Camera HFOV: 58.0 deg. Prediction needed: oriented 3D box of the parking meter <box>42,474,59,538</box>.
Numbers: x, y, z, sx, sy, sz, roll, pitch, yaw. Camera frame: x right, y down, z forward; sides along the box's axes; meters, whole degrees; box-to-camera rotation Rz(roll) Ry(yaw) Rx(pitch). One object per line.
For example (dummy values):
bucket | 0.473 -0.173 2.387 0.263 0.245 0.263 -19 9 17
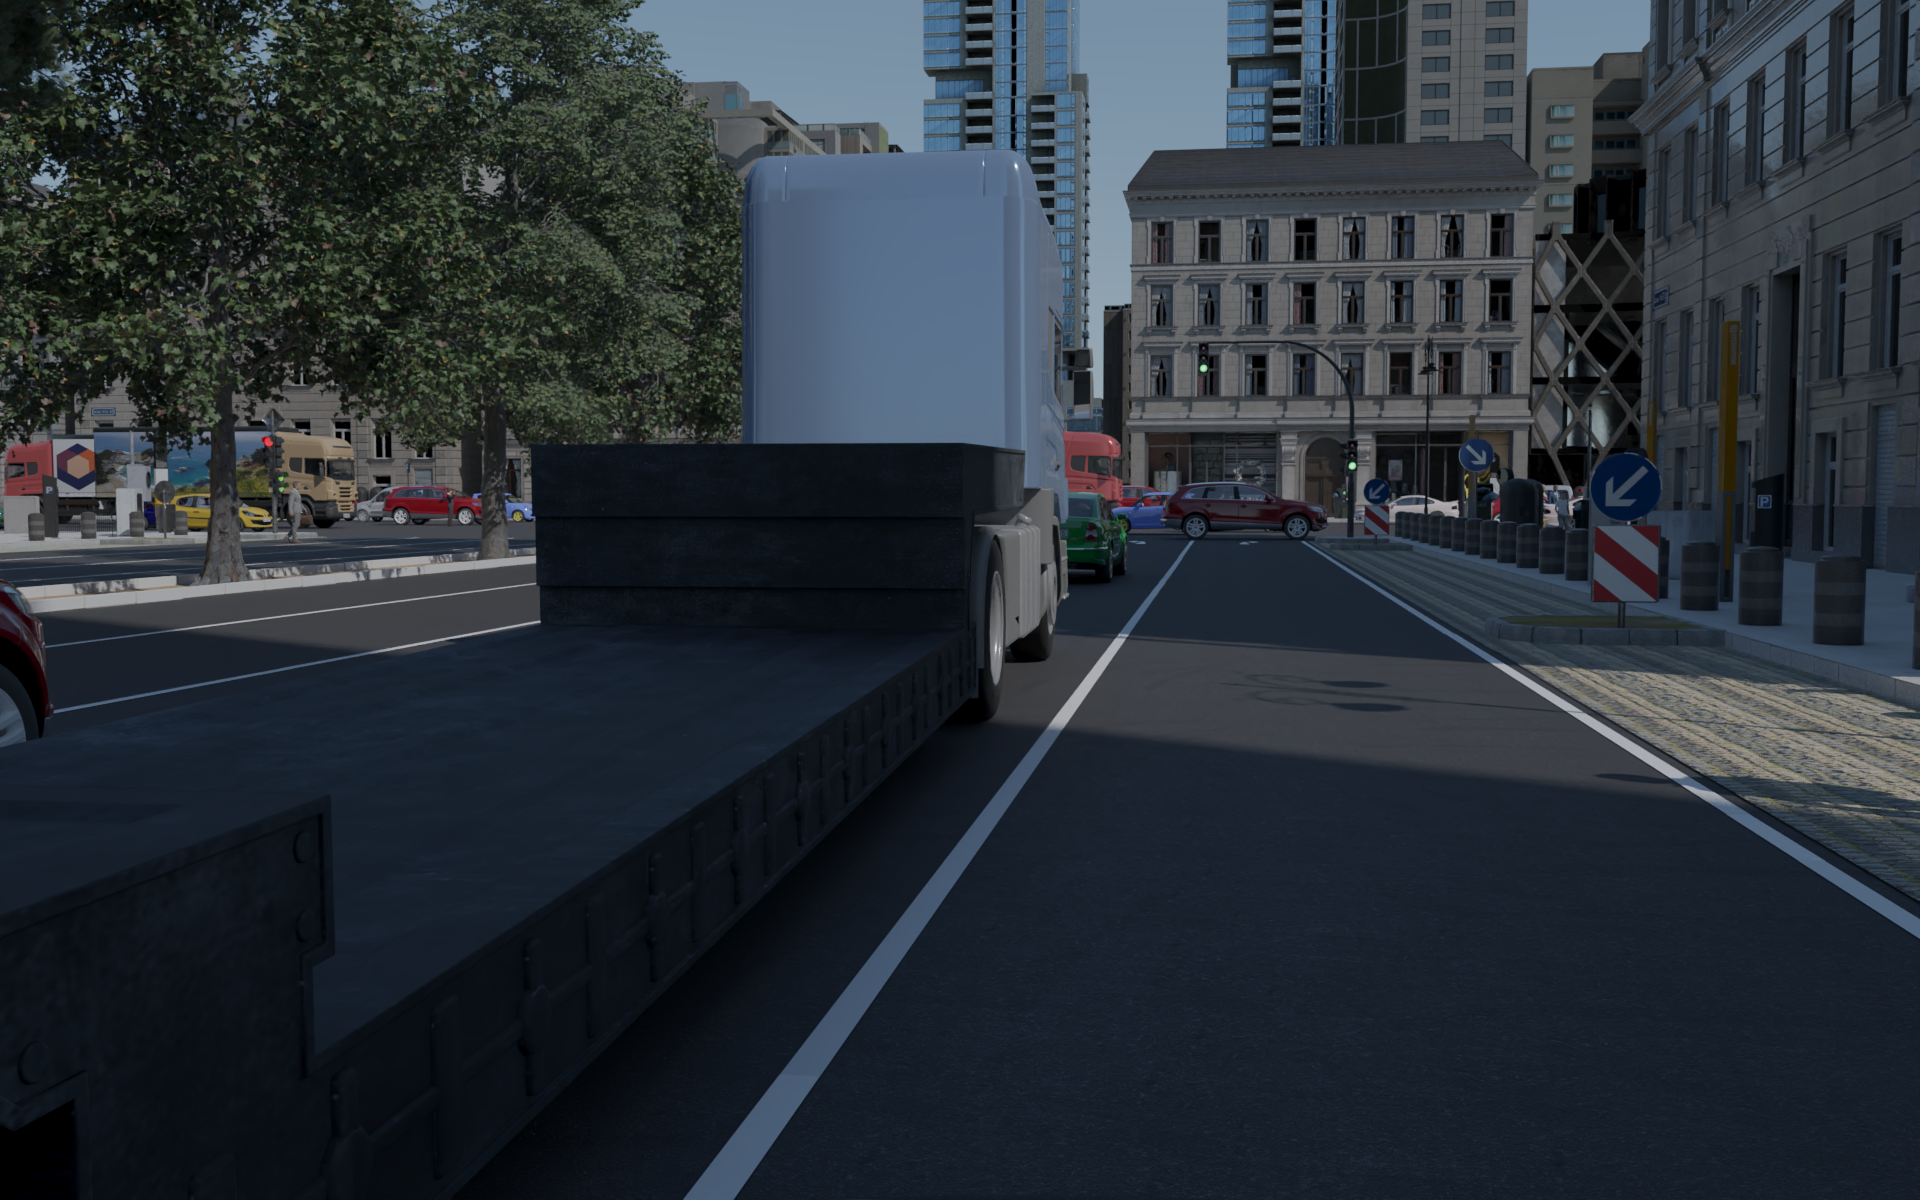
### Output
parking meter | -26.890 -2.784 51.237 0.399 1.863 0.255 -1 4 -18

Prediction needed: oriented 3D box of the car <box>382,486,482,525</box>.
car | -24.029 -4.373 80.169 5.304 1.827 2.281 1 4 9

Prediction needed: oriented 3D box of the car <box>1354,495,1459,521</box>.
car | 21.120 -4.259 81.994 4.827 1.381 2.083 1 4 10

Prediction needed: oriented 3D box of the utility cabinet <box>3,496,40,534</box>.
utility cabinet | -30.391 -2.749 56.105 1.020 1.237 0.306 0 4 -2

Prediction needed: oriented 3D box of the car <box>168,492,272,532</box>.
car | -27.935 -3.362 65.190 3.980 1.641 2.015 1 4 8

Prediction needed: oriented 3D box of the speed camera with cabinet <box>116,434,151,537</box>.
speed camera with cabinet | -25.396 -3.602 53.235 0.660 3.252 2.038 -1 4 -12

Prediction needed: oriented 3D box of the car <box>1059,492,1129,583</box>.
car | 1.832 -1.265 29.472 1.959 1.807 4.718 1 4 11

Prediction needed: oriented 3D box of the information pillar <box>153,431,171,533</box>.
information pillar | -26.243 -4.010 56.918 0.183 3.616 0.504 2 4 24

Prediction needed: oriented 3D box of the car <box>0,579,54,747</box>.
car | -5.214 0.194 5.505 2.281 1.827 5.304 1 4 9

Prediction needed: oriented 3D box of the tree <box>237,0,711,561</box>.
tree | -9.723 -7.748 35.784 9.857 13.997 8.962 0 3 0

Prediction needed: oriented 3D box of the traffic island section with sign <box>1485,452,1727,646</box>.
traffic island section with sign | 6.340 -0.528 17.263 1.989 1.847 2.006 1 4 9

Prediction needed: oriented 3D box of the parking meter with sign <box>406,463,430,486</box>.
parking meter with sign | -30.321 -6.212 97.819 1.738 3.016 0.543 -2 4 -32

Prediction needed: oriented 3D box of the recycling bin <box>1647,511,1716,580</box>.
recycling bin | 10.893 -0.833 26.179 0.722 1.027 0.722 -2 4 -33

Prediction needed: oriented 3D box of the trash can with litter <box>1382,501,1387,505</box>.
trash can with litter | 21.752 -4.840 90.526 1.055 1.170 0.624 2 4 25

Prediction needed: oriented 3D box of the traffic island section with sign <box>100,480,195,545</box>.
traffic island section with sign | -23.069 -2.499 49.494 1.989 1.847 2.006 1 4 9

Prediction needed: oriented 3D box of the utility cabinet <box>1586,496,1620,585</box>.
utility cabinet | 9.167 -0.969 24.527 0.318 1.500 1.173 2 4 29

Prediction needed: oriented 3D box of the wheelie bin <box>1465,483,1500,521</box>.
wheelie bin | 15.145 -2.588 50.223 0.980 1.594 0.693 1 4 21

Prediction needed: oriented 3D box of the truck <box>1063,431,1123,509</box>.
truck | 1.506 -4.922 69.390 11.283 4.237 2.839 1 4 10

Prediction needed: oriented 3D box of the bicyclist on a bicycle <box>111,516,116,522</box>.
bicyclist on a bicycle | -43.068 -4.846 89.258 1.625 1.676 1.499 1 4 10

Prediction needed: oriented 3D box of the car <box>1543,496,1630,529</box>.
car | 23.690 -3.148 63.833 4.827 1.381 2.083 1 4 9

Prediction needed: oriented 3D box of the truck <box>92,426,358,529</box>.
truck | -30.526 -5.138 72.920 11.283 4.237 2.839 0 4 8

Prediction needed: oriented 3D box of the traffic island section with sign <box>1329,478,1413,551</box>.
traffic island section with sign | 10.533 -2.195 44.516 1.989 1.847 2.006 1 4 9

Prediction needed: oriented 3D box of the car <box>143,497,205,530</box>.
car | -31.222 -3.484 69.544 3.894 1.354 1.945 1 4 10

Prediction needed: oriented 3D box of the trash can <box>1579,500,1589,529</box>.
trash can | 15.916 -1.948 43.510 0.748 1.137 0.748 0 3 0

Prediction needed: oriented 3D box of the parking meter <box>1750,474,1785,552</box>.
parking meter | 10.000 -0.799 21.480 0.372 1.533 0.369 0 3 0

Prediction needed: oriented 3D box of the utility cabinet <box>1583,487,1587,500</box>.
utility cabinet | 17.838 -2.450 48.733 0.318 1.500 1.173 0 4 2

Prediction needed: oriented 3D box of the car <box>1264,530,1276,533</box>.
car | 10.415 -3.256 65.237 4.499 1.417 2.014 0 4 8

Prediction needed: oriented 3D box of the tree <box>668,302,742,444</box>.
tree | -7.314 -6.107 52.664 4.360 8.622 3.978 0 3 0

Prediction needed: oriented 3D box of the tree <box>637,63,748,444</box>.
tree | -8.455 -7.712 45.559 9.611 12.733 9.660 0 3 0

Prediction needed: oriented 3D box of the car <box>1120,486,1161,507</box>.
car | 8.539 -4.365 80.044 5.304 1.827 2.281 1 4 10

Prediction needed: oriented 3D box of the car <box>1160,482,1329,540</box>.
car | 9.052 -2.848 55.242 5.304 1.827 2.281 1 4 9

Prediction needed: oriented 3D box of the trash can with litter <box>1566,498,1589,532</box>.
trash can with litter | 16.561 -2.144 46.446 1.055 1.170 0.624 -1 4 -16

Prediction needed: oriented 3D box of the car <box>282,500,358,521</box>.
car | -34.202 -5.073 91.986 4.494 1.783 2.155 1 4 9

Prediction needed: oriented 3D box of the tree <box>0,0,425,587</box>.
tree | -11.175 -6.523 26.115 9.611 12.733 9.660 0 3 0

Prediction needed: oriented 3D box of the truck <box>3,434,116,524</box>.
truck | -40.321 -5.722 82.476 11.283 4.237 2.839 0 4 7

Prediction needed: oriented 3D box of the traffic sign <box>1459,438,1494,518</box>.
traffic sign | 11.780 -2.414 39.577 0.768 2.556 0.104 1 4 12

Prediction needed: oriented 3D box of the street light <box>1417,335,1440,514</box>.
street light | 13.606 -4.749 50.435 0.468 5.910 1.993 1 4 9

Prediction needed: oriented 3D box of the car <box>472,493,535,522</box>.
car | -23.422 -4.844 88.795 3.694 1.707 1.945 0 4 7

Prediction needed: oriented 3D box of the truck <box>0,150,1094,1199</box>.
truck | -1.382 -1.116 8.001 2.967 4.110 18.799 0 4 8

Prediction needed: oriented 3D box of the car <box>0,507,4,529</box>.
car | -41.070 -3.615 70.896 4.920 1.459 2.131 1 4 10

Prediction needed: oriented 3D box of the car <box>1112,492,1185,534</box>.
car | 6.918 -3.202 61.944 3.694 1.707 1.945 1 4 8

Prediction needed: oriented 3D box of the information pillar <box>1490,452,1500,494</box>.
information pillar | 27.619 -6.005 89.538 0.504 3.616 0.183 0 3 0

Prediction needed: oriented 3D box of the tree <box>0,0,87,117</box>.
tree | -13.231 -6.553 17.019 7.806 13.903 7.818 0 3 0

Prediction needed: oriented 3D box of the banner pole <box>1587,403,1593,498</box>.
banner pole | 17.175 -3.500 47.246 0.401 3.779 0.863 1 4 15

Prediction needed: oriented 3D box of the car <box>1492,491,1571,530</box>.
car | 23.466 -3.774 70.751 4.494 1.783 2.155 1 4 9

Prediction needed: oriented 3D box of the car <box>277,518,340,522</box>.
car | -33.554 -4.862 89.085 3.694 1.707 1.945 1 4 9
